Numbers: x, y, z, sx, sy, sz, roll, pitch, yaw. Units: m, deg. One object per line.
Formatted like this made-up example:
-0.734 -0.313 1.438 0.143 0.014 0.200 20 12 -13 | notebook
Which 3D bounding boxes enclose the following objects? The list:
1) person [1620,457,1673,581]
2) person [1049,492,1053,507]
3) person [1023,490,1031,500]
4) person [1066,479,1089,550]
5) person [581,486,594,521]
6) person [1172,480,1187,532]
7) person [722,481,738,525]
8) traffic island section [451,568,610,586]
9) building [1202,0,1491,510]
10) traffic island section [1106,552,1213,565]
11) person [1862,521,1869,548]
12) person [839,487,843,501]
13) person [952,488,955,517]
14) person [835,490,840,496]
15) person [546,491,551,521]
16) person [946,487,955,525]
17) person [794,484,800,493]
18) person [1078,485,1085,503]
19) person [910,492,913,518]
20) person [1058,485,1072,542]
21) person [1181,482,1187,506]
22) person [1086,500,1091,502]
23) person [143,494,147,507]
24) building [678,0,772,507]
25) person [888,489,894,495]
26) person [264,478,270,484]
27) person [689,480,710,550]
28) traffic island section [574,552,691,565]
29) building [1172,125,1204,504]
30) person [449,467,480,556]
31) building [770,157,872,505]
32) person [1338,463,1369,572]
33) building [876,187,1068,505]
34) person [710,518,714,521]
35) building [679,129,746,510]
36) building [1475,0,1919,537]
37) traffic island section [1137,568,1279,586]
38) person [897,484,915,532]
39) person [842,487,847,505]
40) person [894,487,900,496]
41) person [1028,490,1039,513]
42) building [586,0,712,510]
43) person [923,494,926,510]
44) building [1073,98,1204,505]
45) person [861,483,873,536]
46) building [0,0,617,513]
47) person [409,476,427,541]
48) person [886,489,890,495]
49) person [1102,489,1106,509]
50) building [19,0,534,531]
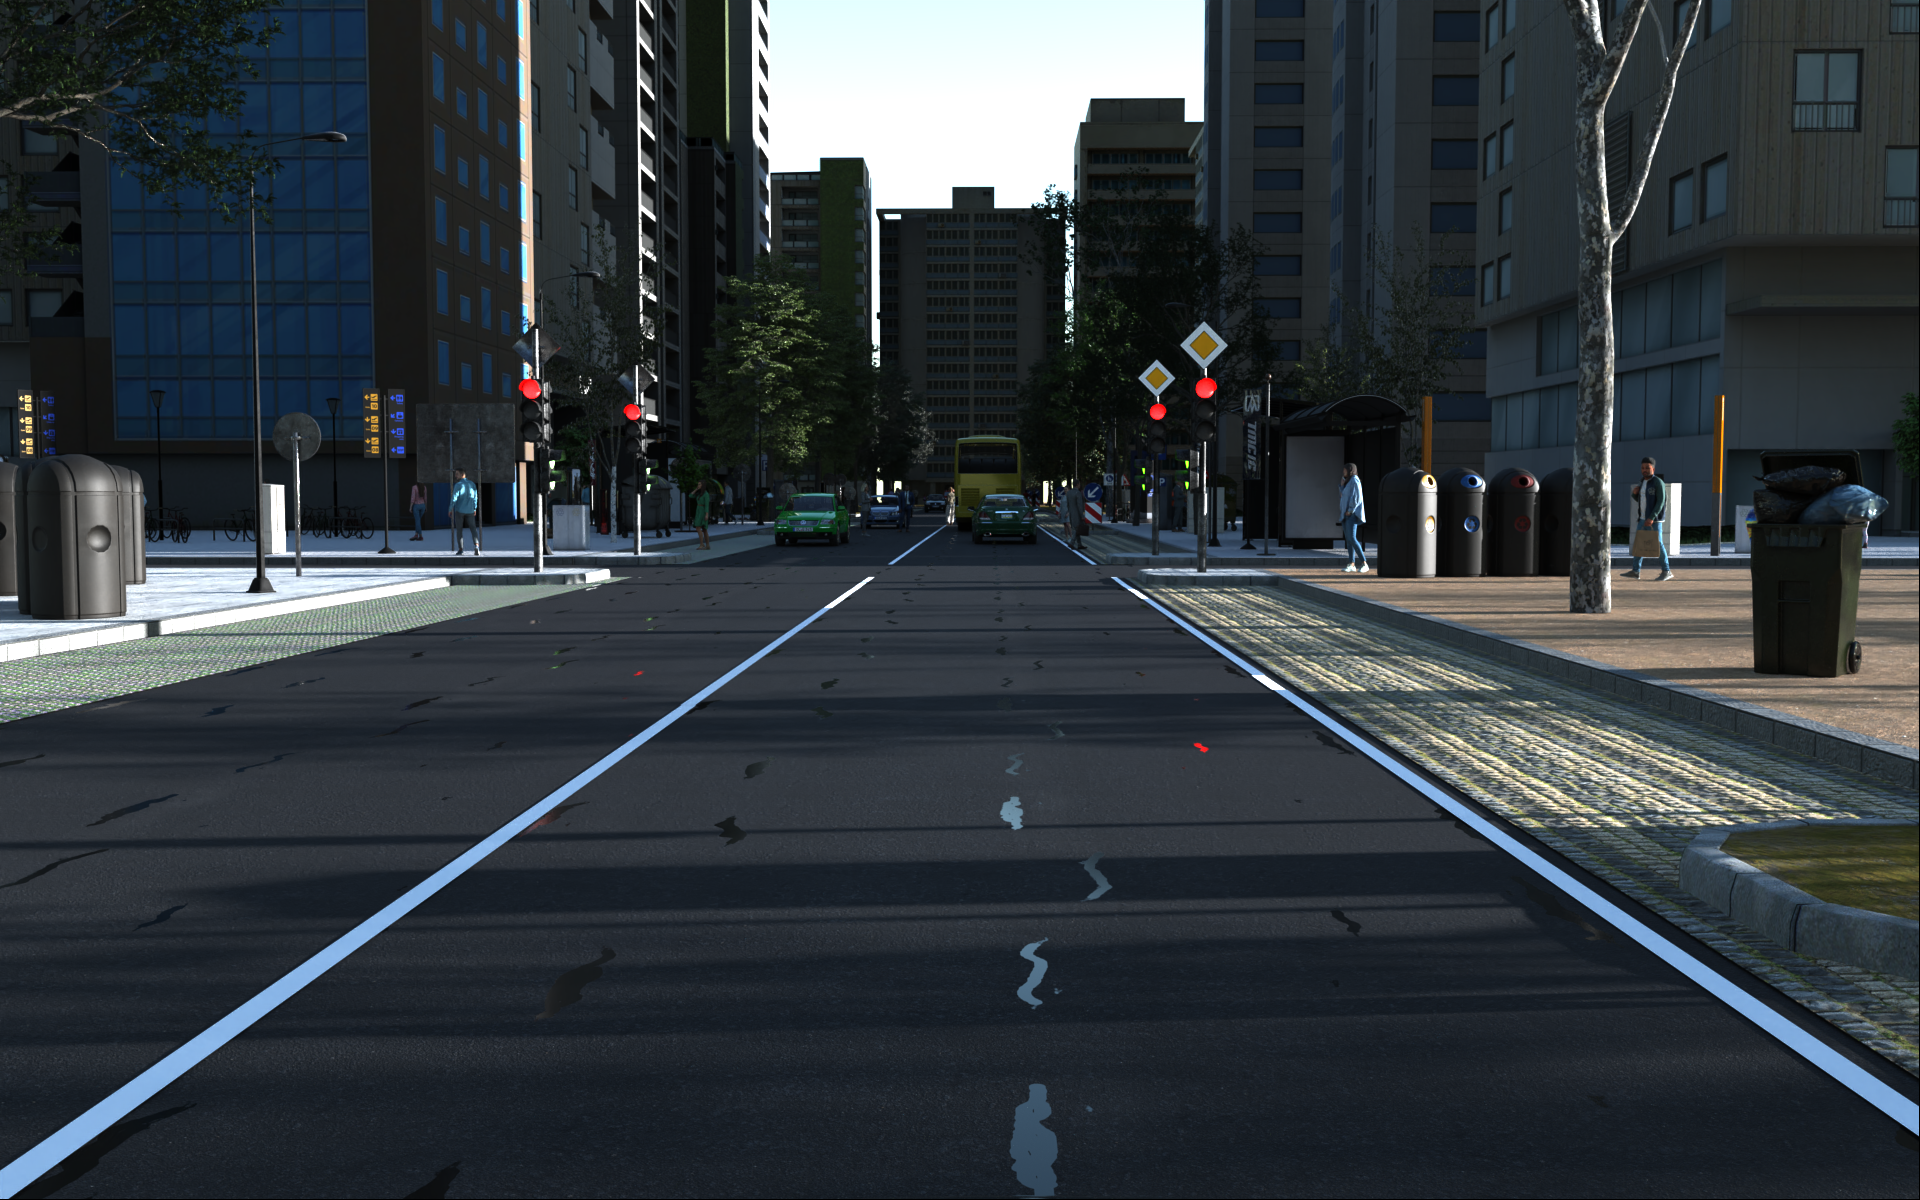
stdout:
10.146 -1.189 25.472 0.713 1.824 0.794 0 4 4 | person
8.959 -9.921 168.780 0.750 1.759 0.617 3 5 43 | person
5.829 -8.826 152.739 1.348 1.831 0.705 1 4 9 | person
3.025 -2.193 44.458 0.767 1.812 0.694 -2 4 -31 | person
-17.769 -4.682 82.462 0.638 1.841 0.748 -3 4 -37 | person
7.459 -3.200 58.544 0.590 1.801 0.661 0 4 7 | person
-9.512 -4.019 71.593 0.795 1.843 0.661 1 4 13 | person
-6.962 -0.383 28.539 2.009 0.180 2.903 0 4 1 | traffic island section
29.760 -36.335 136.081 21.231 58.520 28.212 0 4 1 | building
4.118 -0.859 36.326 2.009 0.180 2.903 0 4 1 | traffic island section
21.394 -1.880 41.055 0.425 1.301 0.394 0 4 -5 | person
-9.312 -8.039 137.485 0.705 1.824 1.348 -3 5 -42 | person
-0.361 -6.189 109.961 0.793 1.790 0.793 2 4 27 | person
-5.752 -4.332 81.139 0.330 1.601 0.589 0 4 -5 | person
-19.942 -4.689 83.059 0.716 1.782 0.532 -1 4 -22 | person
-0.460 -4.326 79.775 0.519 1.759 0.362 -3 4 -37 | person
-8.735 -5.230 91.793 0.529 1.795 0.600 3 4 37 | person
6.837 -5.666 98.694 0.555 1.821 0.388 0 4 -1 | person
-3.137 -5.978 105.607 0.648 1.900 0.474 -3 5 -41 | person
3.214 -2.603 52.063 0.512 1.701 0.522 3 4 36 | person
9.066 -3.957 70.764 0.581 1.822 0.654 0 4 0 | person
8.198 -6.081 110.135 0.362 1.253 0.373 0 4 -3 | person
-25.966 -2.866 54.719 0.589 1.601 0.330 3 4 36 | person
-32.653 -38.129 165.405 28.212 58.520 21.231 0 4 1 | building
-5.091 -7.427 129.801 0.709 1.838 0.599 1 4 19 | person
-23.235 -3.180 58.130 0.767 1.812 0.694 2 4 31 | person
-6.562 -2.170 44.230 0.600 1.795 0.529 3 5 41 | person
-6.822 -0.871 36.523 2.009 0.180 2.903 0 4 1 | traffic island section
35.069 -28.813 162.978 32.217 40.220 23.993 0 4 1 | building
-10.352 -1.852 36.187 0.638 1.841 0.748 -2 4 -35 | person
-18.139 -32.393 213.220 14.086 41.232 14.154 0 4 1 | building
6.502 -1.365 28.624 0.793 1.790 0.793 -2 4 -35 | person
1.648 -32.400 221.619 23.993 40.220 32.217 0 4 1 | building
-11.112 -4.303 76.569 0.661 1.801 0.590 2 4 29 | person
-25.394 -22.540 140.223 14.160 30.474 14.107 0 4 1 | building
35.290 -28.875 61.348 27.495 52.752 28.713 0 4 1 | building
3.977 -0.371 28.342 2.009 0.180 2.903 0 4 1 | traffic island section
-2.054 -3.468 65.390 0.721 1.800 0.419 -1 4 -10 | person
-8.489 -7.396 127.100 0.705 1.807 1.348 0 4 5 | person
-3.419 -5.425 97.366 0.590 1.801 0.661 3 5 42 | person
5.643 -7.595 133.203 0.721 1.766 1.217 3 5 44 | person
-28.630 -41.802 121.708 20.563 71.187 20.611 0 4 1 | building
-3.115 -8.837 156.210 0.599 1.433 0.991 0 4 -2 | person
24.832 -36.200 215.567 21.600 48.544 21.300 0 4 1 | building
-3.156 -3.090 59.210 0.526 1.800 0.537 3 4 36 | person
-34.663 -30.935 95.032 28.713 52.752 27.495 0 4 1 | building
-14.871 -2.541 47.601 0.388 1.821 0.555 2 4 24 | person
-7.440 -10.894 184.095 1.348 1.831 0.705 -2 4 -27 | person
12.113 -8.506 145.923 0.742 1.727 0.445 -1 4 -9 | person
-25.236 -25.455 66.296 14.600 45.320 14.200 0 4 1 | building
